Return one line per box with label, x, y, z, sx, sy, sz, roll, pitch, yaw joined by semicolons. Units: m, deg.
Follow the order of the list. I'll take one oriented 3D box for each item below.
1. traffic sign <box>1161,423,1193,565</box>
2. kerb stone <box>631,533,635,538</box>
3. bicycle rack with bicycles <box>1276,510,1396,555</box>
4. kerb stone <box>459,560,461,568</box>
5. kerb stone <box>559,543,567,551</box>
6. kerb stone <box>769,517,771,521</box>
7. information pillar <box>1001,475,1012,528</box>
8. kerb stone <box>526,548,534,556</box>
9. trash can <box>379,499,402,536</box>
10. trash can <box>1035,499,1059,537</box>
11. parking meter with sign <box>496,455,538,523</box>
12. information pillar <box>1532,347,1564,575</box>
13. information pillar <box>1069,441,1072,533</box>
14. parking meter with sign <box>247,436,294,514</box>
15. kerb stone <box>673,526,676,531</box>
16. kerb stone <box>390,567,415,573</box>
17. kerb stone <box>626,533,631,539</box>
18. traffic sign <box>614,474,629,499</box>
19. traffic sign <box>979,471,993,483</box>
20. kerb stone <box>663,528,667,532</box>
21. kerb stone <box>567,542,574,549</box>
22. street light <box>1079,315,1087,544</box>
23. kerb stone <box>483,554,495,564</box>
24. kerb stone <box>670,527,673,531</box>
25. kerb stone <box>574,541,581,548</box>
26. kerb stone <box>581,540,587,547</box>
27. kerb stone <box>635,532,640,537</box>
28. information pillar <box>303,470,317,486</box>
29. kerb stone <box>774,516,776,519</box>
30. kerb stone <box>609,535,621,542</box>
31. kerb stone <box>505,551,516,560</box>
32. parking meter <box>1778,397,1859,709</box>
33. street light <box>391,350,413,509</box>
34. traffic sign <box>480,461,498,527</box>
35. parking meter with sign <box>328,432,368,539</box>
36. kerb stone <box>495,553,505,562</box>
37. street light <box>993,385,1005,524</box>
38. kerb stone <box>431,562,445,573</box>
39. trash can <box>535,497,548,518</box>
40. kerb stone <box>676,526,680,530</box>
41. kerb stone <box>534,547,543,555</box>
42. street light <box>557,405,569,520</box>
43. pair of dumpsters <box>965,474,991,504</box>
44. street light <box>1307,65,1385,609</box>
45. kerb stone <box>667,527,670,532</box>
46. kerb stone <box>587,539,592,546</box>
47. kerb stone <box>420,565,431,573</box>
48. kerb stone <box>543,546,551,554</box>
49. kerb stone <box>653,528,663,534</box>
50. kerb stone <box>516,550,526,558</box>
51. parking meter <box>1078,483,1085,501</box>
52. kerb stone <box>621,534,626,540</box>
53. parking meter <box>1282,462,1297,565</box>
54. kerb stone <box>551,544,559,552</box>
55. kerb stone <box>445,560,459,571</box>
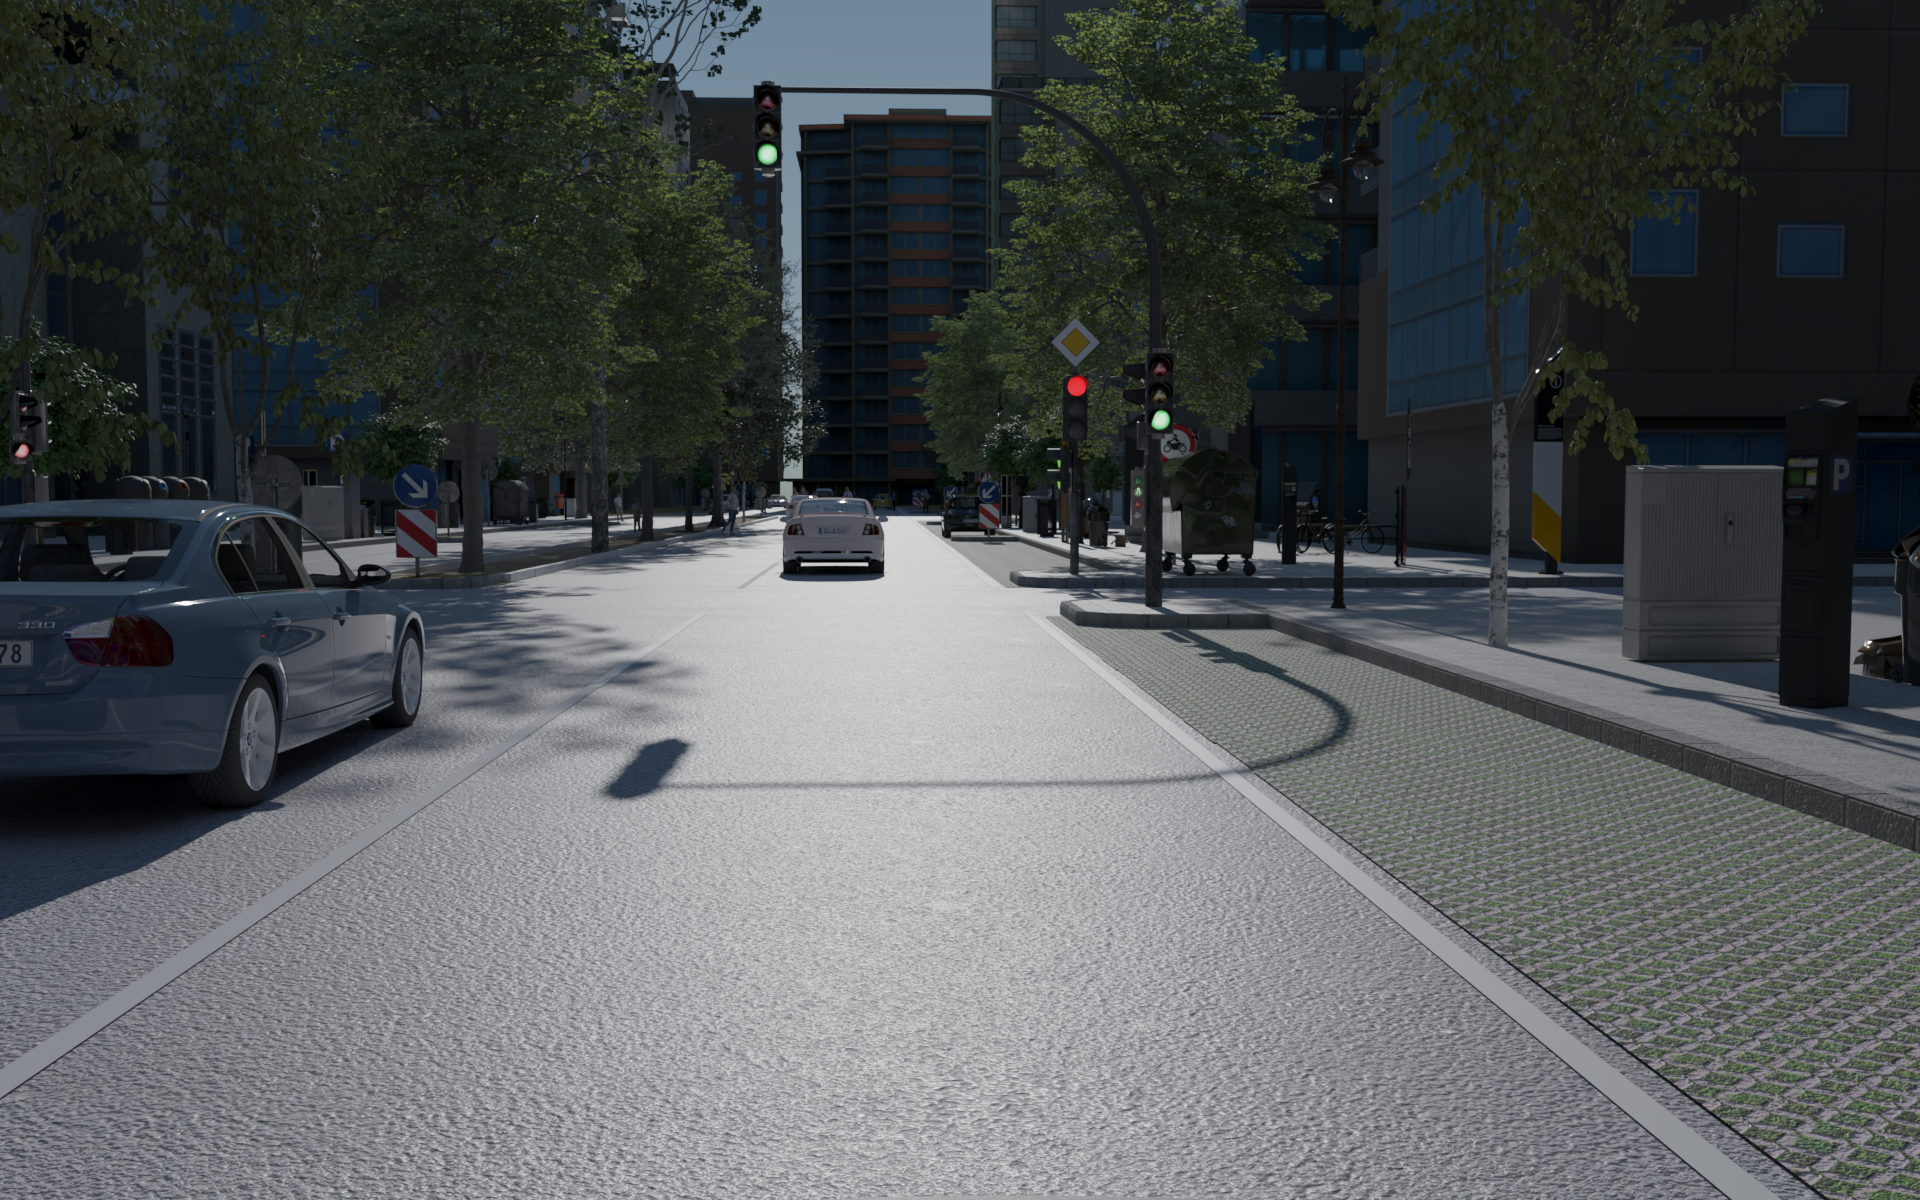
traffic sign;3.881;-1.911;31.344;0.768;2.556;0.104;0;4;3
kerb stone;-10.703;-2.066;55.968;0.120;0.150;1.000;0;4;-3
bicycle rack with bicycles;7.945;-1.467;37.365;2.925;0.926;2.852;-2;4;-33
kerb stone;-9.659;-0.688;33.448;0.120;0.150;1.000;0;4;-3
kerb stone;-10.135;-1.314;43.680;0.120;0.150;1.000;0;4;-3
kerb stone;-10.260;-4.261;91.861;0.120;0.150;1.000;0;4;-3
information pillar;1.763;-3.733;65.534;0.304;2.012;0.304;3;5;41
kerb stone;-9.946;-1.064;39.587;0.120;0.150;1.000;0;4;-3
trash can;-17.419;-2.531;53.040;0.748;1.137;0.748;0;3;0
trash can;2.624;-2.480;52.199;0.748;1.137;0.748;0;3;0
parking meter with sign;-19.779;-4.967;77.466;1.738;3.016;0.543;0;4;2
information pillar;9.380;-2.217;27.596;0.504;3.616;0.183;-1;4;-12
information pillar;3.524;-3.927;55.559;0.183;3.616;0.504;-1;4;-19
parking meter with sign;-21.153;-3.465;52.909;0.543;3.016;1.738;1;4;22
kerb stone;-11.226;-2.756;67.248;0.120;0.150;1.000;0;4;-3
kerb stone;-9.480;-0.436;29.339;0.120;0.150;1.000;0;4;-3
kerb stone;-10.659;-2.001;54.947;0.120;0.150;1.000;0;4;-3
traffic sign;-19.821;-6.203;101.425;0.884;2.594;0.081;0;4;-1
traffic sign;1.352;-5.201;85.040;0.884;2.594;0.081;0;4;6
kerb stone;-11.077;-2.564;64.163;0.120;0.150;1.000;0;4;-3
kerb stone;-10.180;-1.373;44.701;0.120;0.150;1.000;0;4;-3
street light;3.123;-4.384;44.461;0.468;5.910;1.993;0;4;-3
kerb stone;-9.759;-0.812;35.503;0.120;0.150;1.000;0;4;-3
kerb stone;-11.182;-2.693;66.219;0.120;0.150;1.000;0;4;-3
kerb stone;-10.227;-1.439;45.728;0.120;0.150;1.000;0;4;-3
kerb stone;-10.285;-1.498;46.761;0.120;0.150;1.000;0;4;-3
kerb stone;-10.749;-2.126;56.989;0.120;0.150;1.000;0;4;-3
information pillar;-19.575;-2.919;52.222;0.304;2.012;0.304;3;5;41
kerb stone;-10.449;-4.511;95.953;0.120;0.150;1.000;0;4;-3
kerb stone;-10.564;-1.875;52.901;0.120;0.150;1.000;0;4;-3
kerb stone;-9.849;-0.939;37.545;0.120;0.150;1.000;0;4;-3
parking meter;5.167;-0.289;10.438;0.399;1.863;0.255;-2;4;-31
street light;-17.857;-5.066;55.612;0.468;5.910;1.993;0;4;-3
traffic sign;-18.405;-4.123;67.525;0.768;2.556;0.104;0;4;1
parking meter with sign;-17.530;-3.272;49.753;0.543;3.016;1.738;0;4;2
kerb stone;-9.809;-0.876;36.524;0.120;0.150;1.000;0;4;-3
street light;1.680;-6.178;73.801;0.468;5.910;1.993;0;4;-3
kerb stone;-9.569;-0.563;31.402;0.120;0.150;1.000;0;4;-3
trash can;-22.057;-4.868;91.241;0.748;1.137;0.748;0;3;0
kerb stone;-11.273;-2.818;68.269;0.120;0.150;1.000;0;4;-3
kerb stone;-9.997;-1.126;40.608;0.120;0.150;1.000;0;4;-3
street light;-19.261;-6.830;84.450;0.468;5.910;1.993;0;4;-3
pair of dumpsters;1.164;-5.228;87.967;1.574;2.255;4.437;0;4;-3
street light;4.256;-2.845;19.299;0.468;5.910;1.993;0;4;-3
kerb stone;-11.127;-2.629;65.186;0.120;0.150;1.000;0;4;-3
kerb stone;-10.320;-1.565;47.788;0.120;0.150;1.000;0;4;-3
kerb stone;-9.522;-0.500;30.373;0.120;0.150;1.000;0;4;-3
kerb stone;-10.039;-1.189;41.632;0.120;0.150;1.000;0;4;-3
kerb stone;-11.029;-2.504;63.139;0.120;0.150;1.000;0;4;-3
kerb stone;-9.893;-1.001;38.567;0.120;0.150;1.000;0;4;-3
parking meter;5.363;-4.379;77.301;0.399;1.863;0.255;3;5;43
kerb stone;-10.608;-1.941;53.924;0.120;0.150;1.000;0;4;-3
parking meter;6.007;-1.582;31.577;0.255;1.863;0.399;1;4;9
kerb stone;-10.088;-1.252;42.658;0.120;0.150;1.000;0;4;-3
kerb stone;-9.614;-0.626;32.423;0.120;0.150;1.000;0;4;-3
